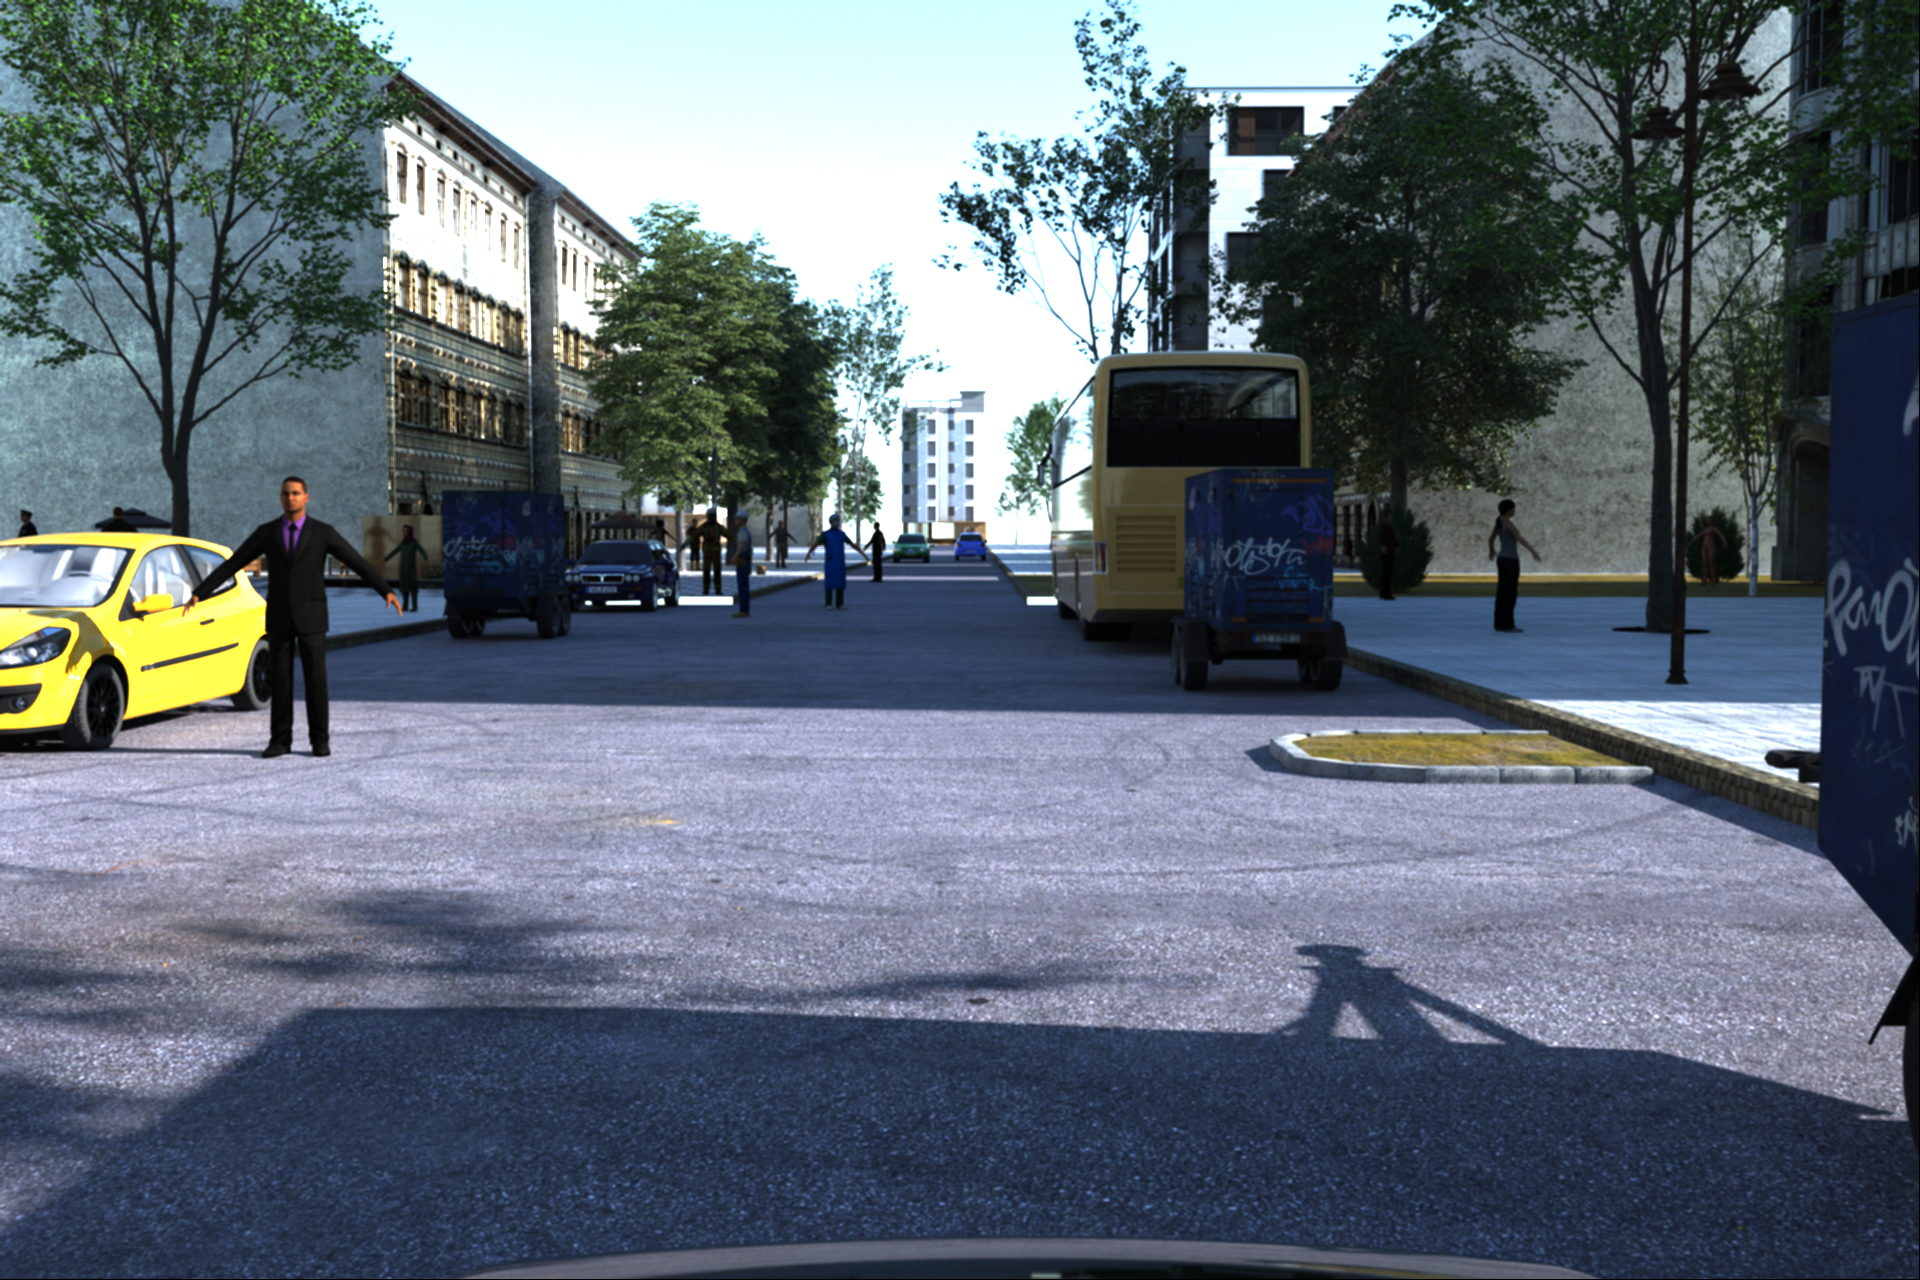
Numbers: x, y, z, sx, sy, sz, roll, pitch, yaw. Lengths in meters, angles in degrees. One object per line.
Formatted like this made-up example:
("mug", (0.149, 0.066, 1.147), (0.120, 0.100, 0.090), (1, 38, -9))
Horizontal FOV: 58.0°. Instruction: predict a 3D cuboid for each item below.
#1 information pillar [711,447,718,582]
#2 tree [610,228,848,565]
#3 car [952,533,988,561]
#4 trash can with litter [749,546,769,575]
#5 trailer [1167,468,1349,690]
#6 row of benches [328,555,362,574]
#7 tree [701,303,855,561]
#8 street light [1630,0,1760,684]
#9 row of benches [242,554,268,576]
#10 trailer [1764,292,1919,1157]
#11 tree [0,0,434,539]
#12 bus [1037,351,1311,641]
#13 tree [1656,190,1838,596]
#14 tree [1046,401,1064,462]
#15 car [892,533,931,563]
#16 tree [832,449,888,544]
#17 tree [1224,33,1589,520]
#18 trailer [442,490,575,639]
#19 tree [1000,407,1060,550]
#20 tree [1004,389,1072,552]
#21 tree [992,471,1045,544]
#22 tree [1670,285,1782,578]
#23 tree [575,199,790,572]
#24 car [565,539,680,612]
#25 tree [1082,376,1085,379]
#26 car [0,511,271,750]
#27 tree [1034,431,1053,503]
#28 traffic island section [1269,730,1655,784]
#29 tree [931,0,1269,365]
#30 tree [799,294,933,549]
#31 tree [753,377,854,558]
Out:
("information pillar", (-6.603, -3.379, 46.606), (0.183, 3.616, 0.504), (0, 4, 2))
("tree", (-9.471, -10.057, 71.094), (9.857, 13.997, 8.962), (0, 3, 0))
("car", (0.559, -5.184, 94.344), (1.945, 1.707, 3.694), (0, 4, -1))
("trash can with litter", (-6.551, -2.643, 54.606), (1.055, 1.170, 0.624), (0, 4, 0))
("trailer", (2.758, -0.602, 16.899), (1.471, 1.999, 3.904), (0, 4, 0))
("row of benches", (-18.706, -2.359, 54.035), (1.422, 0.672, 4.104), (-3, 5, -40))
("tree", (-8.633, -10.004, 81.700), (7.486, 12.596, 7.792), (0, 3, 0))
("street light", (6.156, -2.563, 14.695), (0.468, 5.910, 1.993), (0, 4, 1))
("row of benches", (-21.456, -2.199, 51.414), (1.422, 0.672, 4.104), (1, 4, 20))
("trailer", (2.742, 0.197, 3.821), (1.471, 1.999, 3.904), (0, 3, 0))
("tree", (-12.180, -6.180, 26.807), (9.928, 11.665, 9.643), (0, 3, 0))
("bus", (2.843, -2.112, 26.079), (2.896, 3.916, 12.252), (0, 4, 0))
("tree", (16.635, -5.228, 35.840), (4.360, 8.622, 3.978), (0, 3, 0))
("tree", (5.927, -8.596, 90.913), (4.360, 8.622, 3.978), (0, 3, 0))
("car", (-2.434, -4.793, 87.168), (1.959, 1.807, 4.718), (0, 4, 0))
("tree", (-13.343, -19.109, 230.553), (7.486, 12.596, 7.792), (0, 3, 0))
("tree", (11.743, -8.525, 46.043), (9.857, 13.997, 8.962), (0, 3, 0))
("trailer", (-6.259, -0.996, 23.337), (1.471, 1.999, 3.904), (0, 4, 1))
("tree", (7.282, -13.039, 138.935), (9.928, 11.665, 9.643), (0, 3, 0))
("tree", (7.101, -12.072, 123.135), (9.928, 11.665, 9.643), (0, 3, 0))
("tree", (7.867, -18.200, 231.985), (7.601, 10.594, 8.767), (0, 4, -1))
("tree", (22.654, -6.081, 49.781), (4.737, 8.622, 4.395), (0, 3, 0))
("tree", (-9.505, -8.651, 59.569), (7.486, 12.596, 7.792), (0, 3, 0))
("car", (-6.478, -1.263, 33.222), (1.945, 1.354, 3.894), (0, 3, 0))
("tree", (6.962, -7.631, 75.125), (4.737, 8.622, 4.395), (0, 3, 0))
("car", (-6.509, -0.151, 12.696), (2.015, 1.641, 3.980), (0, 4, 1))
("tree", (6.899, -9.627, 107.764), (4.737, 8.622, 4.395), (0, 3, 0))
("traffic island section", (3.006, 0.730, 10.930), (1.991, 0.108, 1.994), (0, 4, 1))
("tree", (4.962, -12.714, 63.769), (12.611, 20.169, 13.585), (0, 3, 0))
("tree", (-8.514, -17.310, 138.906), (12.611, 20.169, 13.585), (0, 3, 0))
("tree", (-9.056, -9.639, 92.006), (8.767, 10.594, 7.601), (3, 4, 37))
